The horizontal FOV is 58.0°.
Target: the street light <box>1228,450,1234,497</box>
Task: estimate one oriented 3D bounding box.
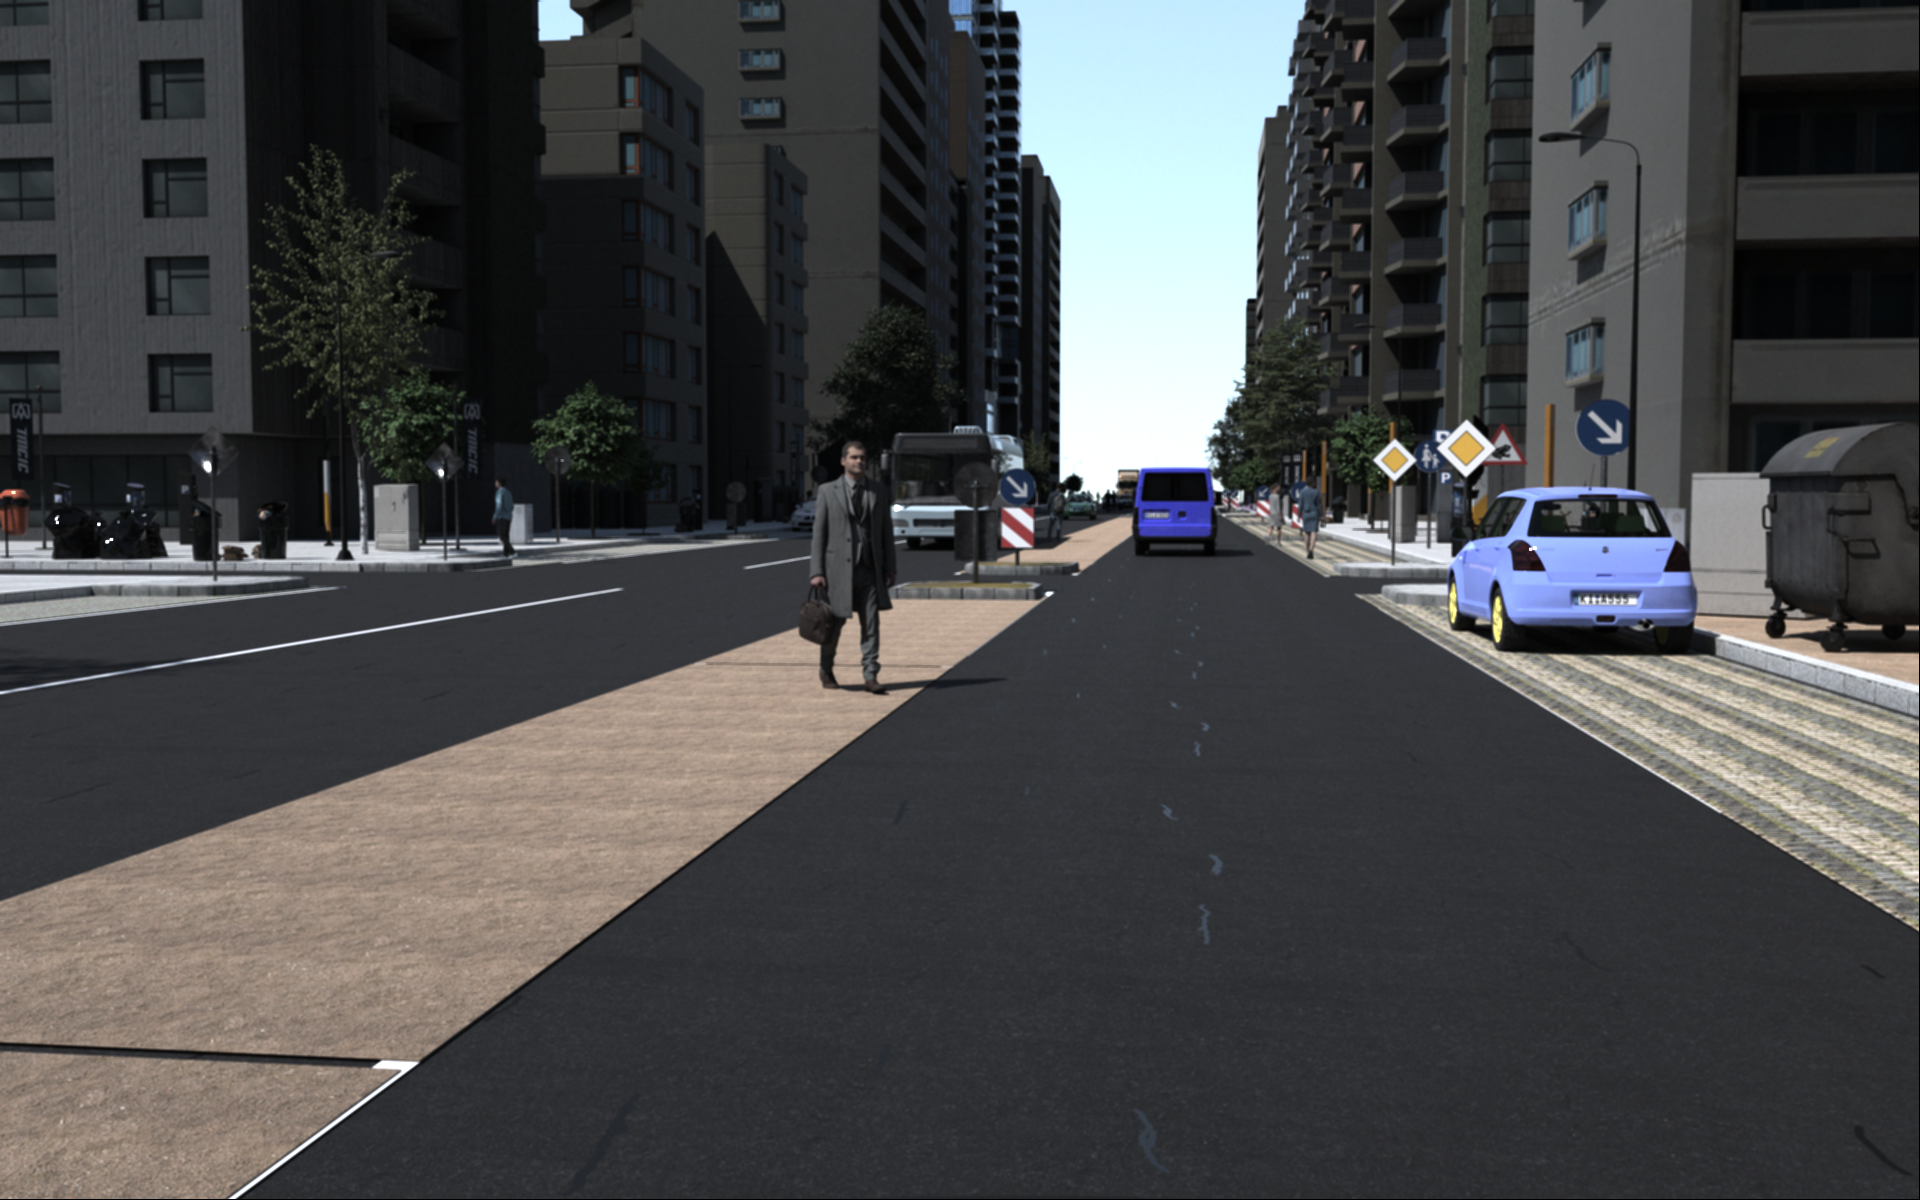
[{"bbox_3d":[28.869,-12.762,181.202,1.470,5.913,1.316,0,4,7],"label":"street light"}]

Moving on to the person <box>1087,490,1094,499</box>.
[{"bbox_3d":[12.358,-9.671,166.759,1.348,1.807,0.705,-1,4,-19],"label":"person"}]

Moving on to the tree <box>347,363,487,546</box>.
[{"bbox_3d":[-13.599,-3.657,43.505,4.285,4.588,4.351,0,3,0],"label":"tree"}]

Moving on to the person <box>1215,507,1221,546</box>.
[{"bbox_3d":[6.951,-2.128,47.569,0.425,1.301,0.394,0,4,7],"label":"person"}]

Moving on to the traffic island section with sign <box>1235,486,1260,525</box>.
[{"bbox_3d":[13.903,-4.381,80.255,1.989,1.847,2.006,0,4,7],"label":"traffic island section with sign"}]

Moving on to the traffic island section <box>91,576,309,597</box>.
[{"bbox_3d":[-10.982,-0.196,25.493,2.009,0.180,2.903,0,4,7],"label":"traffic island section"}]

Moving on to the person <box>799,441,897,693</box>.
[{"bbox_3d":[-0.784,-0.239,12.510,0.694,1.812,0.767,-1,4,-21],"label":"person"}]

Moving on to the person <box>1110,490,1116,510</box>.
[{"bbox_3d":[13.533,-8.857,153.754,0.568,1.767,0.683,2,4,25],"label":"person"}]

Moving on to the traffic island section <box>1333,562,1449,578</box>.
[{"bbox_3d":[7.794,-0.539,31.093,2.009,0.180,2.903,0,4,7],"label":"traffic island section"}]

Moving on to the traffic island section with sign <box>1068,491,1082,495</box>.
[{"bbox_3d":[13.737,-12.583,214.362,1.989,1.847,2.006,0,4,7],"label":"traffic island section with sign"}]

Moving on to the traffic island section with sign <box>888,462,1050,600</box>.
[{"bbox_3d":[0.144,-0.987,24.279,2.006,1.907,1.989,0,4,7],"label":"traffic island section with sign"}]

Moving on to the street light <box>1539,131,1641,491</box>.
[{"bbox_3d":[8.112,-3.043,22.287,1.470,5.913,1.316,0,4,7],"label":"street light"}]

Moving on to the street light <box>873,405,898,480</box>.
[{"bbox_3d":[-3.932,-7.194,90.168,1.470,5.913,1.316,0,4,7],"label":"street light"}]

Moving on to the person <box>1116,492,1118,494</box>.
[{"bbox_3d":[20.971,-13.519,230.050,0.721,1.766,1.217,0,4,0],"label":"person"}]

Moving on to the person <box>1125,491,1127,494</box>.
[{"bbox_3d":[17.526,-10.591,182.215,0.434,1.755,0.990,-1,4,-10],"label":"person"}]

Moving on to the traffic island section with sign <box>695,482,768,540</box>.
[{"bbox_3d":[-7.165,-2.820,54.734,1.989,1.847,2.006,0,4,7],"label":"traffic island section with sign"}]

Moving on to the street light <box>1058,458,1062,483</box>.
[{"bbox_3d":[13.033,-15.152,220.280,1.470,5.913,1.316,0,4,7],"label":"street light"}]

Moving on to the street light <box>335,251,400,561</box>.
[{"bbox_3d":[-11.400,-3.720,33.357,1.470,5.913,1.316,0,4,7],"label":"street light"}]

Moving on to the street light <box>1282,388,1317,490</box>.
[{"bbox_3d":[15.066,-6.329,76.019,1.470,5.913,1.316,0,4,7],"label":"street light"}]

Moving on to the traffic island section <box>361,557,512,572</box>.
[{"bbox_3d":[-9.945,-0.681,33.411,2.009,0.180,2.903,0,4,7],"label":"traffic island section"}]

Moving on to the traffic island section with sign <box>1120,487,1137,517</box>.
[{"bbox_3d":[10.857,-5.993,106.129,2.006,1.907,1.989,0,4,7],"label":"traffic island section with sign"}]

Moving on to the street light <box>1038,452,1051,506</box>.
[{"bbox_3d":[9.329,-13.405,191.712,1.470,5.913,1.316,0,4,7],"label":"street light"}]

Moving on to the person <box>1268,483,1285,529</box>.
[{"bbox_3d":[13.048,-3.877,71.244,0.474,1.900,0.648,-3,5,-42],"label":"person"}]

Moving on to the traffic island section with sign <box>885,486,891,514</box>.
[{"bbox_3d":[-3.564,-4.500,82.210,1.989,1.847,2.006,0,4,7],"label":"traffic island section with sign"}]

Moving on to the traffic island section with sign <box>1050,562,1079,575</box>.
[{"bbox_3d":[1.115,-1.436,31.622,2.006,1.907,1.989,0,4,7],"label":"traffic island section with sign"}]

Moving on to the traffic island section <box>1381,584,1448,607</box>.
[{"bbox_3d":[6.758,-0.055,23.175,2.009,0.180,2.903,0,4,7],"label":"traffic island section"}]

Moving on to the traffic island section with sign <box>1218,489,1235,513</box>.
[{"bbox_3d":[20.344,-7.387,129.403,1.989,1.847,2.006,0,4,7],"label":"traffic island section with sign"}]

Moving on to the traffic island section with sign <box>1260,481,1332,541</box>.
[{"bbox_3d":[10.408,-2.746,53.527,1.989,1.847,2.006,0,4,7],"label":"traffic island section with sign"}]

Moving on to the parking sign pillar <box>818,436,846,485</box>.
[{"bbox_3d":[-5.909,-5.611,80.218,1.447,3.967,1.447,1,4,13],"label":"parking sign pillar"}]

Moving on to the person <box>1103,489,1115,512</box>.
[{"bbox_3d":[12.144,-8.148,141.735,1.348,1.821,0.705,-3,4,-36],"label":"person"}]

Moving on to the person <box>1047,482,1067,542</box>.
[{"bbox_3d":[2.908,-2.634,51.912,0.623,1.781,0.721,1,4,14],"label":"person"}]

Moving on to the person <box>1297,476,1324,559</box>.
[{"bbox_3d":[7.662,-1.801,37.972,0.581,1.822,0.654,2,4,25],"label":"person"}]

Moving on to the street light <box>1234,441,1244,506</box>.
[{"bbox_3d":[25.200,-11.024,152.788,1.470,5.913,1.316,0,4,7],"label":"street light"}]

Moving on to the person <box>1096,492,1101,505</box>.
[{"bbox_3d":[18.235,-13.375,227.703,0.721,1.766,1.217,2,4,33],"label":"person"}]

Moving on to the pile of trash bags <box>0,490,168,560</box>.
[{"bbox_3d":[-17.722,-1.531,34.784,3.447,1.369,1.912,1,4,9],"label":"pile of trash bags"}]

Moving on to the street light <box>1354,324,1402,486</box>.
[{"bbox_3d":[11.459,-4.577,47.382,1.470,5.913,1.316,0,4,7],"label":"street light"}]

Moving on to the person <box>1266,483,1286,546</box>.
[{"bbox_3d":[8.563,-2.310,47.022,0.466,1.731,0.760,2,4,33],"label":"person"}]

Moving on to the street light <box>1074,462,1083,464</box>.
[{"bbox_3d":[16.987,-16.960,249.838,1.470,5.913,1.316,0,4,7],"label":"street light"}]

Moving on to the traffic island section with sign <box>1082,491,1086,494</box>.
[{"bbox_3d":[17.239,-14.218,241.089,1.989,1.847,2.006,0,4,7],"label":"traffic island section with sign"}]

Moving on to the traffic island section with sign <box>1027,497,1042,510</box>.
[{"bbox_3d":[6.485,-9.194,158.943,1.989,1.847,2.006,0,4,7],"label":"traffic island section with sign"}]

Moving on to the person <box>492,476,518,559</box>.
[{"bbox_3d":[-9.916,-1.792,37.816,0.620,1.820,0.660,0,4,8],"label":"person"}]

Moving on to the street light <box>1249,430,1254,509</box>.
[{"bbox_3d":[21.483,-9.261,123.961,1.470,5.913,1.316,0,4,7],"label":"street light"}]

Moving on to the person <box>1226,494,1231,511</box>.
[{"bbox_3d":[21.761,-7.820,139.586,0.991,1.433,0.599,-3,5,-42],"label":"person"}]

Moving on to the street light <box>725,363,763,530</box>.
[{"bbox_3d":[-7.686,-5.457,61.765,1.470,5.913,1.316,0,4,7],"label":"street light"}]

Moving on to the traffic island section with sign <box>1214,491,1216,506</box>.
[{"bbox_3d":[23.838,-9.022,156.132,1.989,1.847,2.006,0,4,7],"label":"traffic island section with sign"}]

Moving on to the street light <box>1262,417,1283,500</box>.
[{"bbox_3d":[18.971,-8.094,104.885,1.470,5.913,1.316,0,4,7],"label":"street light"}]
